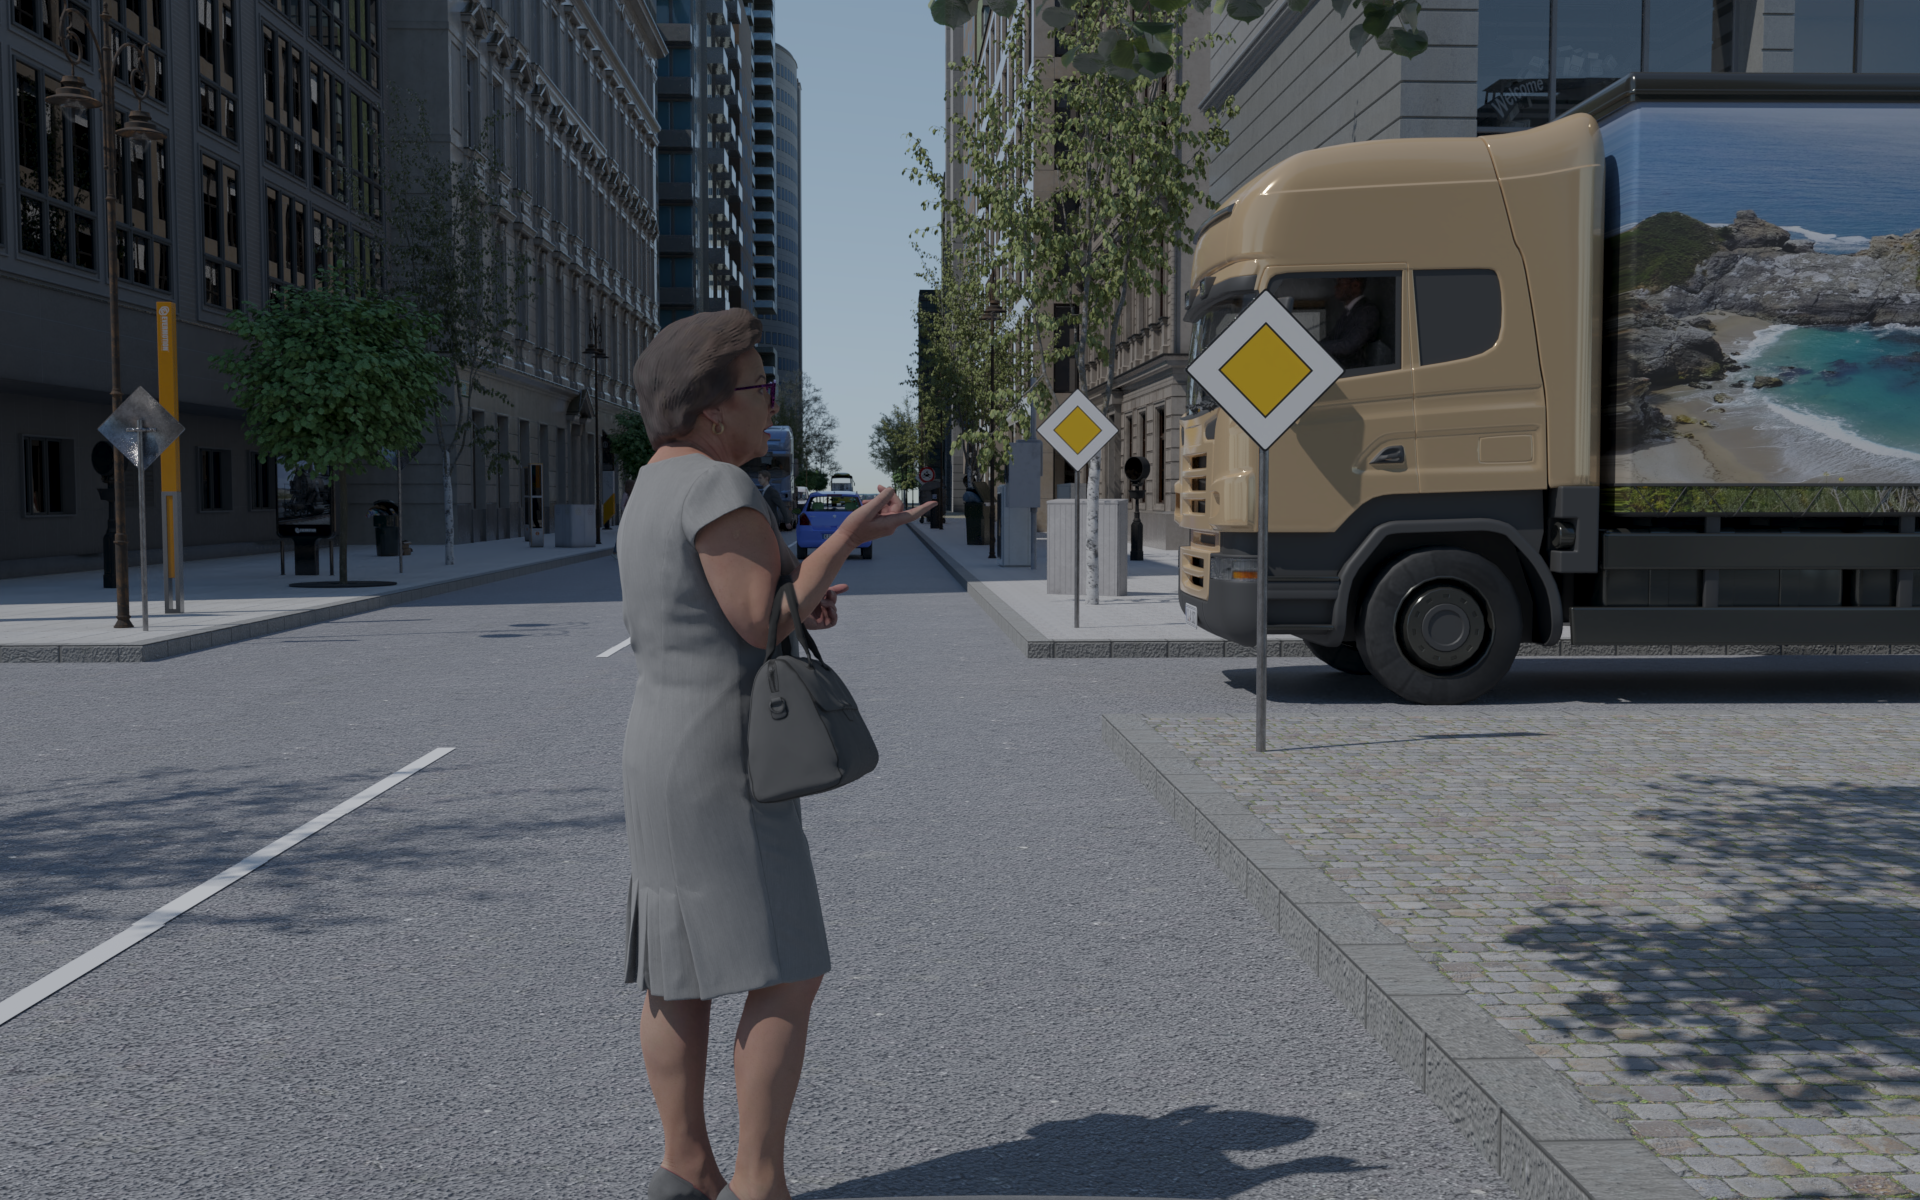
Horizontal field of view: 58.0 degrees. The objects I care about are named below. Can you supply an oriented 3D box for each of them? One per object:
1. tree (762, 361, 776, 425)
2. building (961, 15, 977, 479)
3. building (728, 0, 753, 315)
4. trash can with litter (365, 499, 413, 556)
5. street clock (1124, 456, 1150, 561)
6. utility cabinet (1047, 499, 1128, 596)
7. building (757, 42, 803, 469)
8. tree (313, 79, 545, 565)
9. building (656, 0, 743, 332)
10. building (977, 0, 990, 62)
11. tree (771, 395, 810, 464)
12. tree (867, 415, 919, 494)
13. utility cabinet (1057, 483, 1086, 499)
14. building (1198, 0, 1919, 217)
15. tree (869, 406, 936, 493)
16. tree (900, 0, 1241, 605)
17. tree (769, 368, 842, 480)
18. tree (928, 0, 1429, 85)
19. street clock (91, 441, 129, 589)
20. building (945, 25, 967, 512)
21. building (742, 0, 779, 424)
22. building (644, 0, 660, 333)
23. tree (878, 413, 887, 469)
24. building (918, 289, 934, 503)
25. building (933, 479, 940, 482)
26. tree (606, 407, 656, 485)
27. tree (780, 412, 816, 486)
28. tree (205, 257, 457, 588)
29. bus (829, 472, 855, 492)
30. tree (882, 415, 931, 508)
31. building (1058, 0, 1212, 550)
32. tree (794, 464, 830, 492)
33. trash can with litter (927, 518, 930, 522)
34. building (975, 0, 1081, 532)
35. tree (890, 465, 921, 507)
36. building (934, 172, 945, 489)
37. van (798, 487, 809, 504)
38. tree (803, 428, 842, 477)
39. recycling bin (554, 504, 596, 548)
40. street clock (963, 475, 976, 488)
[{"bbox_3d":[-11.797,-8.440,88.359,4.360,8.622,3.978,0,3,0],"label":"tree"},{"bbox_3d":[7.468,-28.454,115.338,14.600,45.320,14.200,0,4,-3],"label":"building"},{"bbox_3d":[-25.588,-30.675,151.651,14.600,45.320,14.200,0,4,-3],"label":"building"},{"bbox_3d":[-11.821,-1.502,35.949,0.624,1.170,1.055,0,4,7],"label":"trash can with litter"},{"bbox_3d":[3.407,-1.758,33.321,0.358,2.002,0.471,-3,5,-45],"label":"street clock"},{"bbox_3d":[1.611,-0.664,22.020,1.020,1.237,0.306,2,4,31],"label":"utility cabinet"},{"bbox_3d":[-31.395,-41.606,222.252,21.231,58.520,28.212,0,4,-3],"label":"building"},{"bbox_3d":[-9.297,-4.929,30.950,4.360,8.622,3.978,0,3,0],"label":"tree"},{"bbox_3d":[-28.019,-31.162,129.111,23.786,49.044,30.456,0,4,-3],"label":"building"},{"bbox_3d":[7.903,-25.551,101.351,14.154,41.232,14.086,0,4,-3],"label":"building"},{"bbox_3d":[-13.611,-10.887,128.372,4.737,8.622,4.395,0,3,0],"label":"tree"},{"bbox_3d":[-8.653,-18.497,228.176,9.928,11.665,9.643,0,3,0],"label":"tree"},{"bbox_3d":[2.281,-1.644,35.560,0.318,1.500,1.173,1,4,20],"label":"utility cabinet"},{"bbox_3d":[19.235,-15.095,24.293,29.804,29.767,11.434,0,4,-3],"label":"building"},{"bbox_3d":[-6.147,-15.258,183.887,7.601,10.594,8.767,-1,4,-20],"label":"tree"},{"bbox_3d":[1.476,-4.264,20.081,4.737,8.622,4.395,0,3,0],"label":"tree"},{"bbox_3d":[-16.101,-15.721,167.414,12.009,13.543,11.850,0,3,0],"label":"tree"},{"bbox_3d":[2.481,-5.839,2.119,9.857,13.997,8.962,0,3,0],"label":"tree"},{"bbox_3d":[-11.549,-1.163,23.580,0.471,2.002,0.358,2,4,26],"label":"street clock"},{"bbox_3d":[9.322,-36.343,136.213,21.231,58.520,28.212,0,4,-3],"label":"building"},{"bbox_3d":[-30.261,-53.730,191.161,22.319,86.520,31.000,0,4,-3],"label":"building"},{"bbox_3d":[-30.884,-25.086,102.041,32.217,40.220,23.993,0,4,-3],"label":"building"},{"bbox_3d":[0.410,-5.913,47.036,4.737,8.622,4.395,0,3,0],"label":"tree"},{"bbox_3d":[1.069,-28.915,244.458,14.160,30.474,14.107,0,4,-3],"label":"building"},{"bbox_3d":[11.936,-32.646,225.638,32.217,40.220,23.993,0,4,-3],"label":"building"},{"bbox_3d":[-10.009,-4.478,56.929,4.285,4.588,4.351,0,3,0],"label":"tree"},{"bbox_3d":[-14.854,-12.404,153.168,4.360,8.622,3.978,0,3,0],"label":"tree"},{"bbox_3d":[-8.708,-2.471,24.116,4.285,4.588,4.351,0,3,0],"label":"tree"},{"bbox_3d":[-13.695,-12.783,200.554,2.896,3.916,12.252,0,4,-4],"label":"bus"},{"bbox_3d":[-4.798,-12.443,153.811,4.360,8.622,3.978,0,3,0],"label":"tree"},{"bbox_3d":[8.961,-11.224,48.139,10.561,19.102,19.286,0,4,-3],"label":"building"},{"bbox_3d":[-17.416,-13.977,212.235,4.285,4.588,4.351,0,3,0],"label":"tree"},{"bbox_3d":[-1.170,-4.131,78.935,0.624,1.170,1.055,-1,4,-19],"label":"trash can with litter"},{"bbox_3d":[11.226,-16.546,75.037,19.350,26.468,34.151,0,4,-3],"label":"building"},{"bbox_3d":[-5.371,-11.700,175.004,4.285,4.588,4.351,0,3,0],"label":"tree"},{"bbox_3d":[5.223,-23.628,158.019,14.160,30.474,14.107,0,4,-3],"label":"building"},{"bbox_3d":[-9.205,-5.506,97.029,2.013,2.044,4.112,0,4,-3],"label":"van"},{"bbox_3d":[-20.144,-19.036,245.656,7.601,10.594,8.767,-3,5,-44],"label":"tree"},{"bbox_3d":[-9.276,-1.785,41.743,0.722,1.027,0.722,3,5,41],"label":"recycling bin"},{"bbox_3d":[0.346,-3.611,63.604,0.471,2.002,0.358,0,4,5],"label":"street clock"}]
